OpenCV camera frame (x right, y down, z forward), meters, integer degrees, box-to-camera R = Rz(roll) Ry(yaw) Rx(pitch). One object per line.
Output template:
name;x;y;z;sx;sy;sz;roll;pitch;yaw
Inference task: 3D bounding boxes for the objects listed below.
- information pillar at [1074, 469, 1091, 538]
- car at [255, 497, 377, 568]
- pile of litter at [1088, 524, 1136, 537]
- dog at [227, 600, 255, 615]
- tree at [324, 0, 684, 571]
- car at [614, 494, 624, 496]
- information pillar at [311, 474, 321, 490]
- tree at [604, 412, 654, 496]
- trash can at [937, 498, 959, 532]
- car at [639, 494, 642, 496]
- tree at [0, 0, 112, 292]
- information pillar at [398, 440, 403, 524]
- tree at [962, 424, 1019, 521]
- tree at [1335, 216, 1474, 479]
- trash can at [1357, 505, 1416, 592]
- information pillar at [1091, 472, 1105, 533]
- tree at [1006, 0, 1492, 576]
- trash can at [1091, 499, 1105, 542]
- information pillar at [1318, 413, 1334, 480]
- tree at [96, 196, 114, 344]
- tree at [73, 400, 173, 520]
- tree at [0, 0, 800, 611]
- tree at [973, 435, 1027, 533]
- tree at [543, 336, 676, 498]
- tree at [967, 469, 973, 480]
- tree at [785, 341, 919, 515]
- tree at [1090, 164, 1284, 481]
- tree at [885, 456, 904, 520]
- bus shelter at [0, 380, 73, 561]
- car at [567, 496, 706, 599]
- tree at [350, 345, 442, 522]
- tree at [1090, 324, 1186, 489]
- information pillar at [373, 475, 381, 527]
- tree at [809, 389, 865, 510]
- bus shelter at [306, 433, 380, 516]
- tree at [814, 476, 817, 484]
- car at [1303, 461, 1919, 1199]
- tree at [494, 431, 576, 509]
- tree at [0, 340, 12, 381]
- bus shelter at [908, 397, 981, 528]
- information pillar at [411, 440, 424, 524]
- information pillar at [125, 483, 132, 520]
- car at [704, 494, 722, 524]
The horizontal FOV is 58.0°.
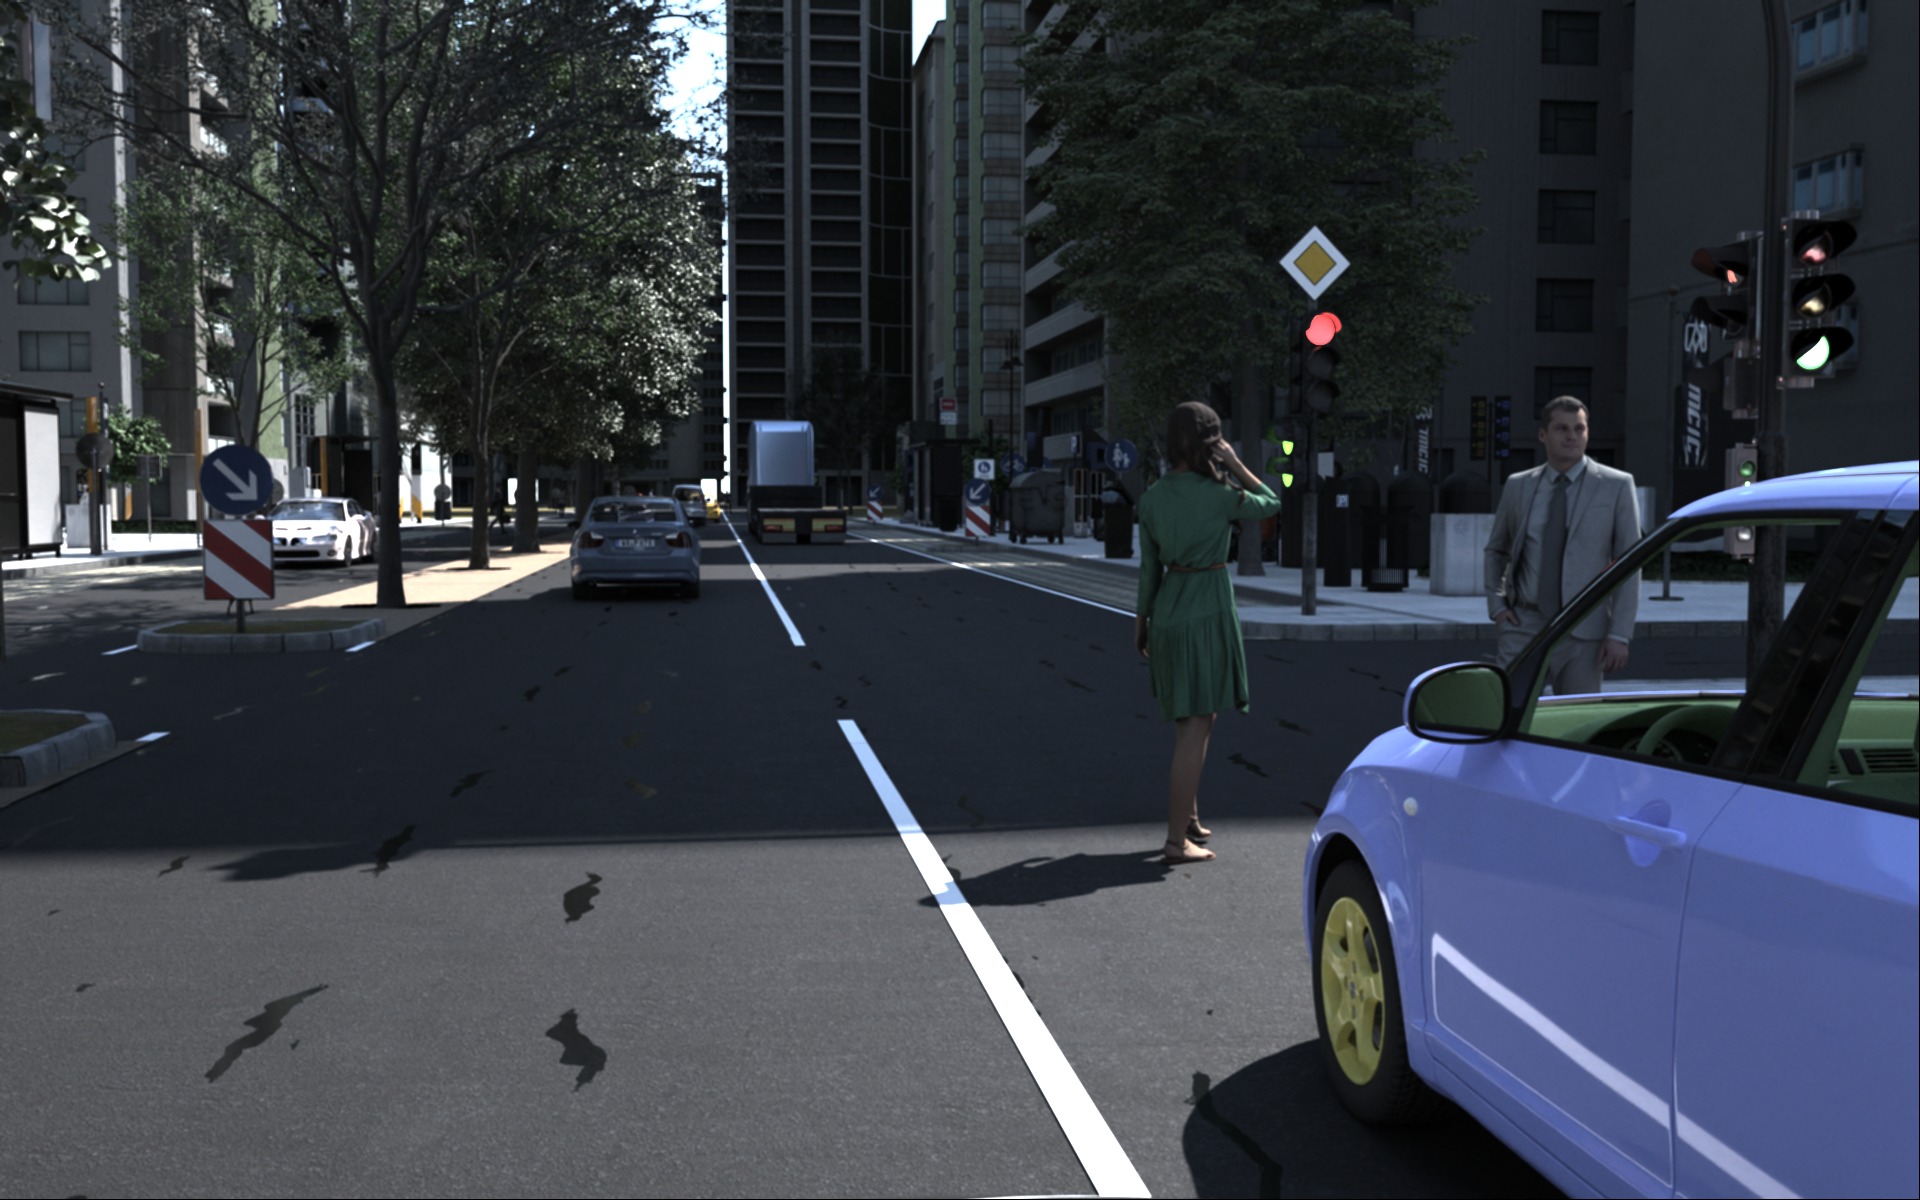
information pillar;3.510;-2.802;50.307;0.304;2.012;0.304;3;4;36
car;-13.047;-1.388;35.063;2.083;1.381;4.827;-1;4;-9
pile of litter;4.602;-2.306;51.671;1.176;0.858;1.719;-3;5;-45
dog;-8.549;-0.079;20.579;0.406;0.507;0.540;-3;5;-41
tree;-8.907;-6.355;32.115;9.928;11.665;9.643;0;3;0
car;-25.591;-7.427;131.221;2.009;1.686;4.222;-1;4;-9
information pillar;-23.669;-3.631;63.853;0.304;2.012;0.304;2;4;33
tree;-15.524;-7.672;78.251;4.360;8.622;3.978;0;3;0
trash can;-0.401;-2.897;59.022;0.748;1.137;0.748;0;3;0
car;-29.360;-8.997;156.138;2.155;1.783;4.494;0;4;-7
tree;-5.169;-5.833;4.488;9.857;13.997;8.962;0;3;0
information pillar;-24.355;-5.135;75.306;0.183;3.616;0.504;0;4;-1
tree;1.230;-5.983;81.542;4.285;4.588;4.351;0;3;0
tree;11.298;-5.785;44.954;4.737;8.622;4.395;0;3;0
trash can;5.595;-0.680;22.772;0.748;1.137;0.748;0;3;0
information pillar;4.536;-3.250;57.635;0.304;2.012;0.304;3;5;43
tree;4.185;-6.666;27.109;7.486;12.596;7.792;0;3;0
trash can;3.933;-2.162;47.008;0.748;1.137;0.748;0;3;0
information pillar;7.311;-2.645;34.599;0.183;3.616;0.504;-1;4;-17
tree;-21.709;-7.755;52.543;9.928;11.665;9.643;0;3;0
tree;-29.372;-4.710;60.722;4.285;4.588;4.351;0;3;0
tree;-7.078;-6.626;21.159;12.009;13.543;11.850;0;3;0
tree;1.434;-3.832;57.257;1.663;3.219;1.824;0;3;0
tree;-15.034;-9.238;71.624;7.486;12.596;7.792;0;3;0
tree;1.160;-4.972;75.900;1.663;3.219;1.824;0;3;0
tree;-6.587;-10.434;105.012;8.767;10.594;7.601;0;4;2
tree;4.537;-5.297;36.975;4.360;8.622;3.978;0;3;0
tree;-3.055;-5.669;87.290;1.663;3.219;1.824;0;3;0
bus shelter;-18.401;-3.238;30.579;2.179;5.291;8.768;0;4;-8
car;-4.666;-0.796;25.017;2.014;1.417;4.499;-1;4;-10
tree;-25.232;-7.864;78.931;4.360;8.622;3.978;0;3;0
tree;7.525;-7.359;70.686;4.737;8.622;4.395;0;3;0
information pillar;-22.367;-3.805;66.706;0.304;2.012;0.304;-3;5;-39
tree;-8.095;-10.085;115.255;4.360;8.622;3.978;0;3;0
bus shelter;-24.735;-4.795;69.685;1.731;3.624;6.357;0;4;-8
tree;-15.013;-10.965;162.992;4.285;4.588;4.351;0;3;0
car;1.840;0.406;2.959;1.945;1.707;3.694;0;4;-7
tree;-35.437;-13.212;150.434;7.601;10.594;8.767;2;4;24
tree;-35.505;-6.793;61.435;4.360;8.622;3.978;0;3;0
bus shelter;-0.842;-5.613;69.408;2.179;5.291;8.768;0;4;-8
information pillar;-23.528;-5.118;75.035;0.504;3.616;0.183;1;4;18
information pillar;-30.262;-4.374;62.865;0.504;3.616;0.183;3;4;39
car;-12.644;-4.561;84.792;2.015;1.641;3.980;-1;4;-9
